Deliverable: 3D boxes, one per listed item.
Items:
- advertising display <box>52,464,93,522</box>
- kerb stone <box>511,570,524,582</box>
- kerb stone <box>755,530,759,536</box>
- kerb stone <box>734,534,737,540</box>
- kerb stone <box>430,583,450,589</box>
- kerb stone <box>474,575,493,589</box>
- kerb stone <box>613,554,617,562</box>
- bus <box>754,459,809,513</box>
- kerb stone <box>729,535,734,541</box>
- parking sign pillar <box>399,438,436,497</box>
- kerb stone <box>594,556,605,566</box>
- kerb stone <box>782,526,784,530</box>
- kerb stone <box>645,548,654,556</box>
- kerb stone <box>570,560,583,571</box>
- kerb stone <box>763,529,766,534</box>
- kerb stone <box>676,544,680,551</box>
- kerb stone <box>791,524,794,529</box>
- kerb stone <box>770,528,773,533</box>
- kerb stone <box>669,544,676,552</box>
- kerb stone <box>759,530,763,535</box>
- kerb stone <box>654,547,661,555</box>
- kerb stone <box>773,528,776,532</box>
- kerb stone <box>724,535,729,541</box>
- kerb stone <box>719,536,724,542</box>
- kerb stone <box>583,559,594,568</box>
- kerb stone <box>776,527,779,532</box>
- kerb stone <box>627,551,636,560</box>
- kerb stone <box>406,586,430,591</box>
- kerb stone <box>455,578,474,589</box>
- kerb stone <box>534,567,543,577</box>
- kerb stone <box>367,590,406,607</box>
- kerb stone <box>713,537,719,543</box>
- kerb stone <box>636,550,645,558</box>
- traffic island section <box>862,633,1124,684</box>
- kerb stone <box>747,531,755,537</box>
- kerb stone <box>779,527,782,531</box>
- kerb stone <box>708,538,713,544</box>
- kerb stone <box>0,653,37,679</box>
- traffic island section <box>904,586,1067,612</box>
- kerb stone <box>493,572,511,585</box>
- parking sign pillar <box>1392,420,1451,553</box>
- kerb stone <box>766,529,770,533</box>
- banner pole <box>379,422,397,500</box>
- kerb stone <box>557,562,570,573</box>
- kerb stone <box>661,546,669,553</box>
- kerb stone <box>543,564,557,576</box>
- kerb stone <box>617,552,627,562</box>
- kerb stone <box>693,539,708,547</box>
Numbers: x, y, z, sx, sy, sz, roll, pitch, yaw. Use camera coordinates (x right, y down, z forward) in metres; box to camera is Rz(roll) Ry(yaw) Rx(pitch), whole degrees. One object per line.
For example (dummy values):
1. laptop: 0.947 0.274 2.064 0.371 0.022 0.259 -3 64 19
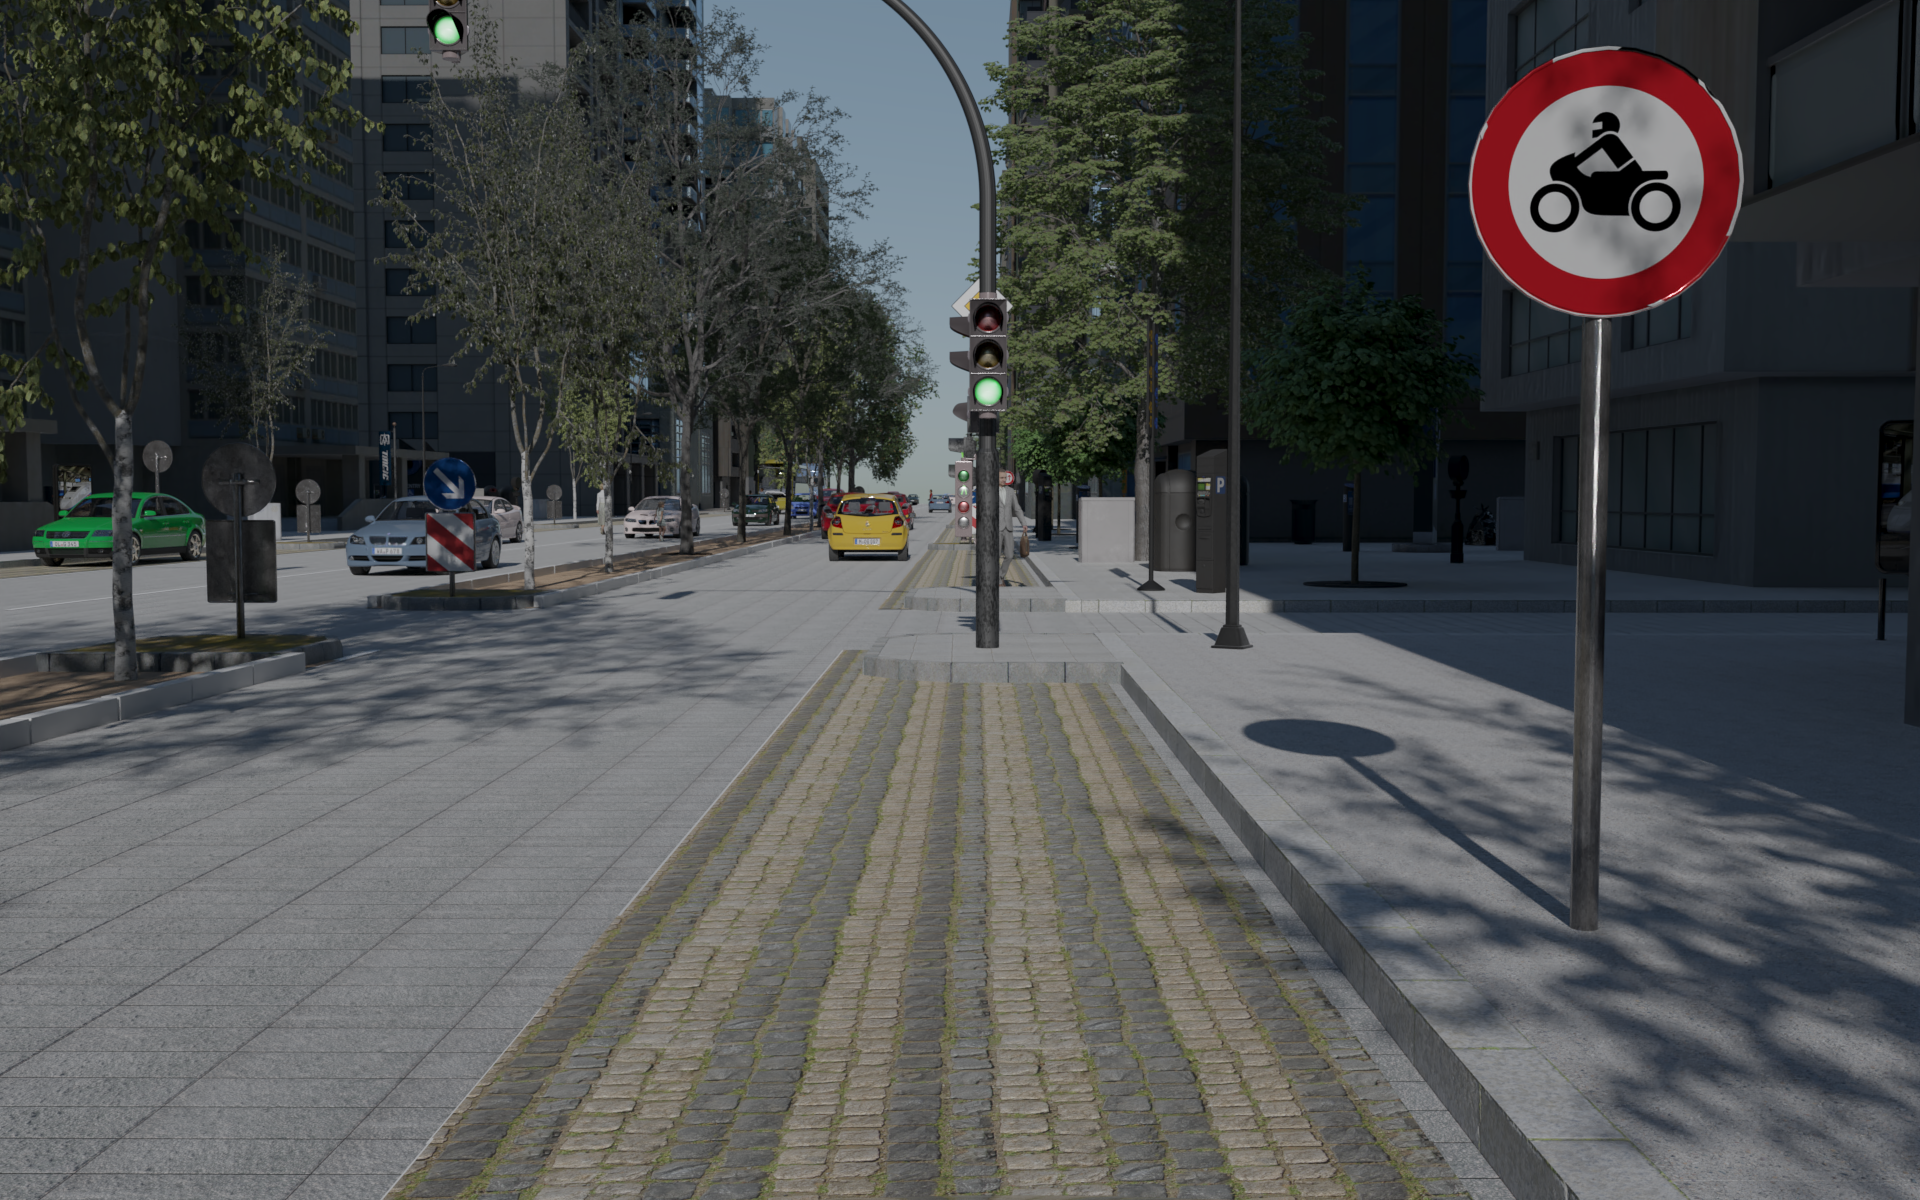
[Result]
1. advertising display: -19.177 -1.973 37.474 0.123 1.923 0.974 1 4 18
2. kerb stone: -7.330 -0.378 28.422 0.120 0.150 1.000 0 4 0
3. kerb stone: -7.074 -2.260 59.162 0.120 0.150 1.000 0 4 0
4. kerb stone: -7.119 -1.947 54.036 0.120 0.150 1.000 0 4 0
5. kerb stone: -7.370 -0.130 24.334 0.120 0.150 1.000 0 4 0
6. kerb stone: -7.347 -0.256 26.378 0.120 0.150 1.000 0 4 0
7. kerb stone: -7.268 -0.819 35.583 0.120 0.150 1.000 0 4 0
8. bus: -12.729 -8.175 125.210 2.896 3.916 12.252 0 4 0
9. kerb stone: -7.122 -1.883 53.014 0.120 0.150 1.000 0 4 0
10. parking sign pillar: -26.294 -5.787 83.094 1.447 3.967 1.447 0 4 7
11. kerb stone: -7.287 -0.745 34.562 0.120 0.150 1.000 0 4 0
12. kerb stone: -7.010 -2.759 67.345 0.120 0.150 1.000 0 4 0
13. kerb stone: -7.226 -1.070 39.686 0.120 0.150 1.000 0 4 0
14. kerb stone: -7.298 -0.625 32.517 0.120 0.150 1.000 0 4 0
15. kerb stone: -7.057 -2.384 61.210 0.120 0.150 1.000 0 4 0
16. kerb stone: -7.201 -1.320 43.778 0.120 0.150 1.000 0 4 0
17. kerb stone: -6.983 -2.949 70.422 0.120 0.150 1.000 0 4 0
18. kerb stone: -7.039 -2.511 63.254 0.120 0.150 1.000 0 4 0
19. kerb stone: -7.209 -1.257 42.754 0.120 0.150 1.000 0 4 0
20. kerb stone: -7.068 -2.324 60.188 0.120 0.150 1.000 0 4 0
21. kerb stone: -7.233 -1.132 40.708 0.120 0.150 1.000 0 4 0
22. kerb stone: -7.041 -2.572 64.276 0.120 0.150 1.000 0 4 0
23. kerb stone: -7.127 -1.818 51.988 0.120 0.150 1.000 0 4 0
24. kerb stone: -7.146 -1.759 50.966 0.120 0.150 1.000 0 4 0
25. kerb stone: -7.300 -0.694 33.539 0.120 0.150 1.000 0 4 0
26. kerb stone: -7.020 -2.636 65.297 0.120 0.150 1.000 0 4 0
27. kerb stone: -7.263 -0.944 37.629 0.120 0.150 1.000 0 4 0
28. kerb stone: -7.381 -0.065 23.311 0.120 0.150 1.000 0 4 0
29. kerb stone: -7.358 -0.193 25.356 0.120 0.150 1.000 0 4 0
30. kerb stone: -7.324 -0.443 29.444 0.120 0.150 1.000 0 4 0
31. kerb stone: -7.390 -0.005 22.280 0.120 0.150 1.000 0 4 0
32. kerb stone: -7.159 -1.696 49.929 0.120 0.150 1.000 0 4 0
33. kerb stone: -7.245 -1.003 38.658 0.120 0.150 1.000 0 4 0
34. traffic island section: 0.244 0.476 14.506 2.009 0.180 2.903 0 4 0
35. kerb stone: -7.089 -2.198 58.140 0.120 0.150 1.000 0 4 0
36. kerb stone: -7.020 -2.698 66.323 0.120 0.150 1.000 0 4 0
37. kerb stone: -7.169 -1.634 48.904 0.120 0.150 1.000 0 4 0
38. kerb stone: -7.457 0.530 13.523 0.120 0.150 1.000 0 4 0
39. traffic island section: 0.311 -0.013 22.491 2.009 0.180 2.903 0 4 0
40. kerb stone: -7.342 -0.318 27.400 0.120 0.150 1.000 0 4 0
41. parking sign pillar: 10.328 -3.051 38.351 1.447 3.967 1.447 1 4 20
42. kerb stone: -7.050 -2.449 62.232 0.120 0.150 1.000 0 4 0
43. banner pole: -19.936 -4.312 60.523 0.863 3.779 0.401 1 4 14
44. kerb stone: -7.306 -0.568 31.489 0.120 0.150 1.000 0 4 0
45. kerb stone: -7.223 -1.193 41.732 0.120 0.150 1.000 0 4 0
46. kerb stone: -7.322 -0.506 30.466 0.120 0.150 1.000 0 4 0
47. kerb stone: -7.261 -0.881 36.605 0.120 0.150 1.000 0 4 0
48. kerb stone: -7.173 -1.571 47.878 0.120 0.150 1.000 0 4 0
